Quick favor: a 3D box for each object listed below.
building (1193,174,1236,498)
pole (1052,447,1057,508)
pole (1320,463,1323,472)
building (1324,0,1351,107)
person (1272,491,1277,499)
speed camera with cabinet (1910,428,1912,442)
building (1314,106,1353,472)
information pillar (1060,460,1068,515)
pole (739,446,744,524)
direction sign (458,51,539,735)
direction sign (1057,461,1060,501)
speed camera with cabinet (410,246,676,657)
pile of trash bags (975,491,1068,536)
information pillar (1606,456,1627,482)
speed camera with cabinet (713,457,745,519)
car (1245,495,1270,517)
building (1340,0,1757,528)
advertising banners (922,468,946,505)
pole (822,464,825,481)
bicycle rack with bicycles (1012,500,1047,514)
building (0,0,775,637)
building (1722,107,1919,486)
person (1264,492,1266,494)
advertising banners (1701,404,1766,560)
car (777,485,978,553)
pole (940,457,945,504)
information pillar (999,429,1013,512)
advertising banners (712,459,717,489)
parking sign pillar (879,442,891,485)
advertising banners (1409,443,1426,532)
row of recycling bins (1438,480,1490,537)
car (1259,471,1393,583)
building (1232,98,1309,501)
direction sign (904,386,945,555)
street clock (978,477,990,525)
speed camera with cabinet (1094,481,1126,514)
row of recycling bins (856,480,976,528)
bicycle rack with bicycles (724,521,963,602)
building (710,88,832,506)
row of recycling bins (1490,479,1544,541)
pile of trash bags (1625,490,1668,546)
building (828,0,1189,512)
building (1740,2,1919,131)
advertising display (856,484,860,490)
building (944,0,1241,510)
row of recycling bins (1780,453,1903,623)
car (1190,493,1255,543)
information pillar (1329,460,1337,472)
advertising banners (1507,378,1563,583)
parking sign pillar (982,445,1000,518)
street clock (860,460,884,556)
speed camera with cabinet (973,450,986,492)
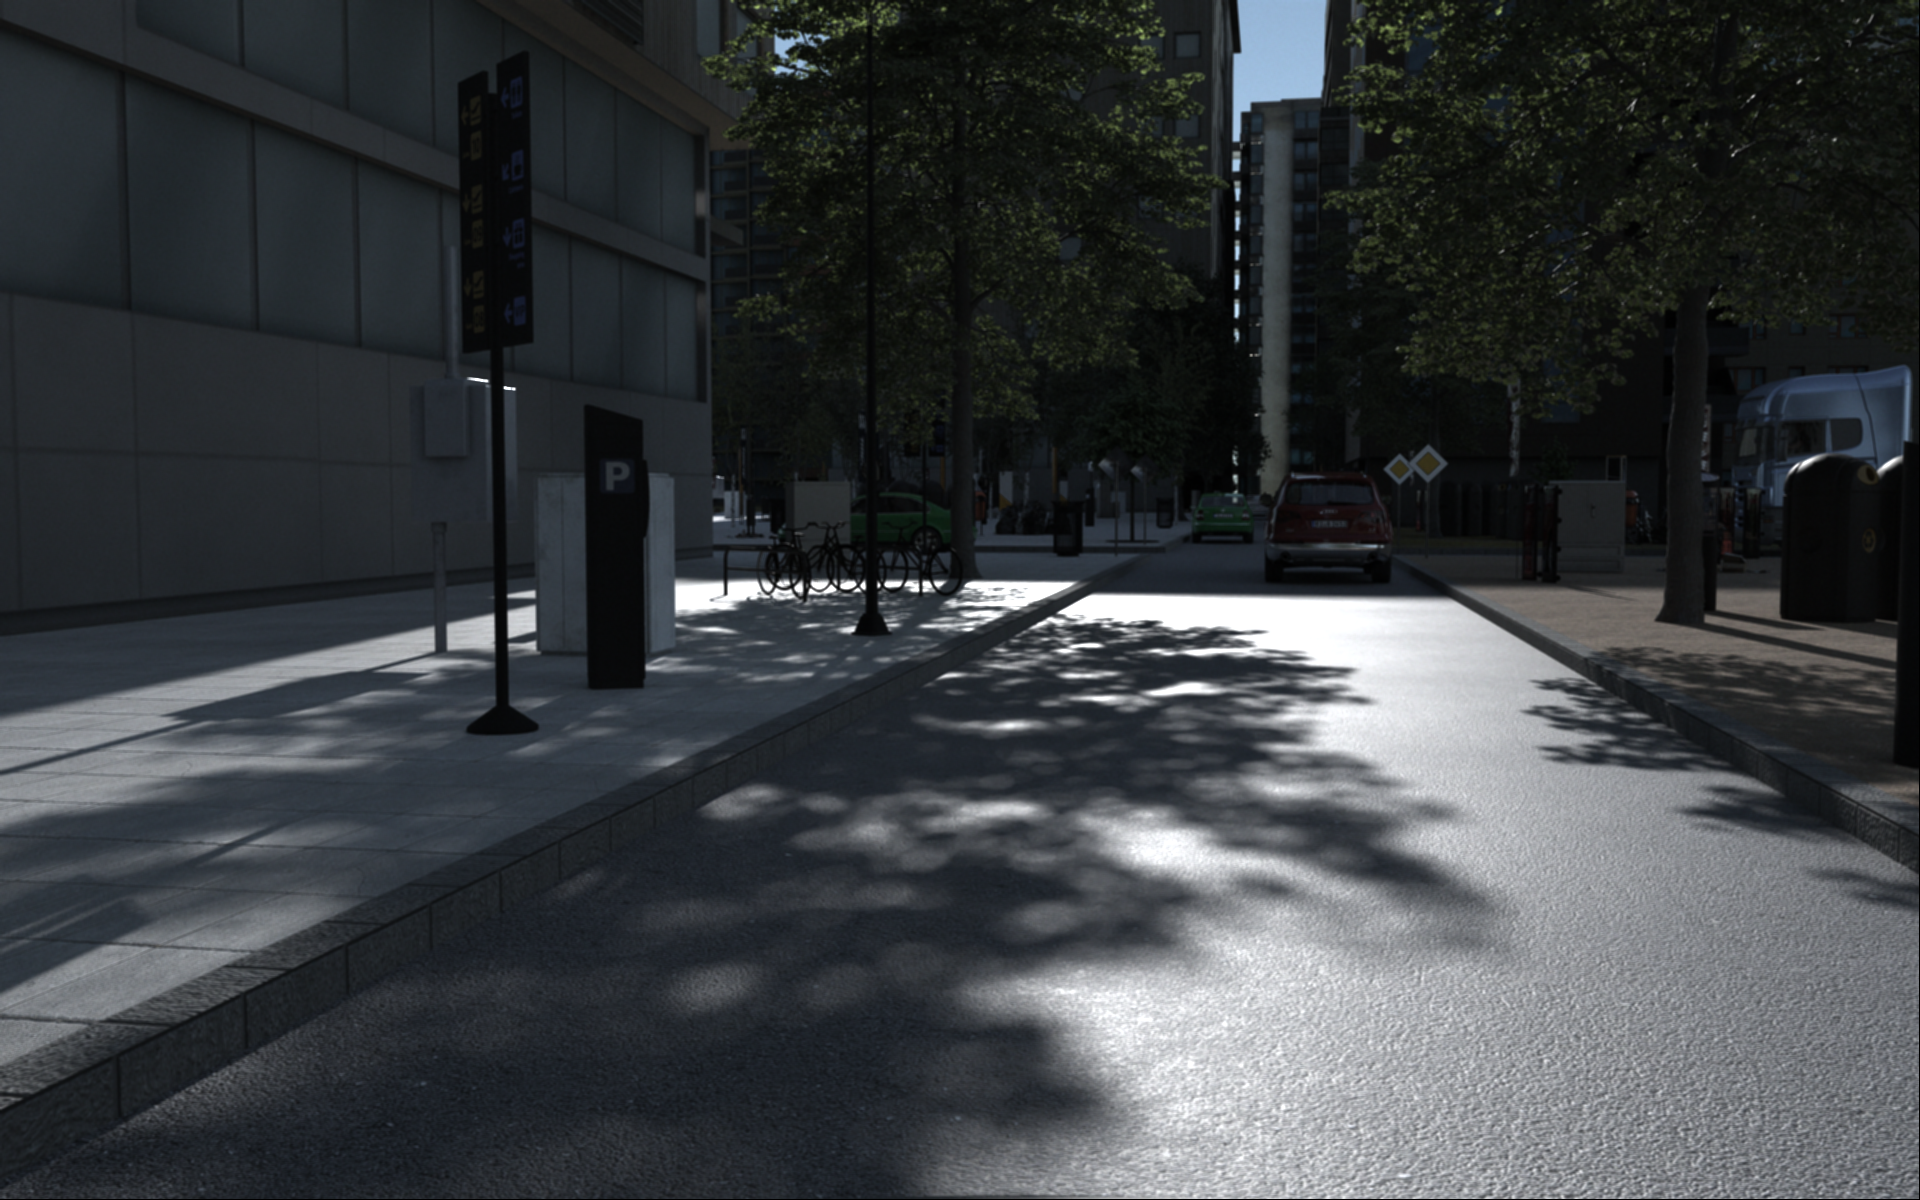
[{"bbox_3d":[17.154,-23.390,154.121,14.160,30.474,14.107,1,4,10],"label":"building"},{"bbox_3d":[4.121,-4.988,75.400,0.158,3.312,0.155,0,3,0],"label":"pole"},{"bbox_3d":[23.905,-7.377,114.462,0.158,3.312,0.155,0,3,0],"label":"pole"},{"bbox_3d":[42.027,-32.040,147.563,21.300,48.544,21.600,1,4,10],"label":"building"},{"bbox_3d":[32.038,-10.178,175.645,0.721,1.736,1.217,-1,4,-22],"label":"person"},{"bbox_3d":[29.033,-3.508,51.699,0.660,3.252,2.038,-1,4,-17],"label":"speed camera with cabinet"},{"bbox_3d":[34.132,-22.002,131.432,14.160,30.474,14.107,1,4,10],"label":"building"},{"bbox_3d":[6.465,-7.111,107.617,0.504,3.616,0.183,1,4,12],"label":"information pillar"},{"bbox_3d":[-9.252,-4.856,73.242,0.158,3.312,0.155,0,3,0],"label":"pole"},{"bbox_3d":[-2.481,-1.058,9.293,0.379,3.537,0.876,-3,4,-38],"label":"direction sign"},{"bbox_3d":[6.468,-7.482,114.325,0.379,3.537,0.876,-2,4,-30],"label":"direction sign"},{"bbox_3d":[-3.359,-1.200,13.964,2.038,3.252,0.660,1,4,12],"label":"speed camera with cabinet"},{"bbox_3d":[1.732,-2.736,54.485,3.447,1.369,1.912,-2,4,-32],"label":"pile of trash bags"},{"bbox_3d":[12.591,-1.761,33.286,0.304,2.012,0.304,2,4,35],"label":"information pillar"},{"bbox_3d":[-12.281,-5.922,91.161,2.038,3.252,0.660,2,4,30],"label":"speed camera with cabinet"},{"bbox_3d":[16.918,-5.273,98.578,2.083,1.381,4.827,1,4,12],"label":"car"},{"bbox_3d":[23.459,-25.757,71.245,14.600,45.320,14.200,1,4,10],"label":"building"},{"bbox_3d":[-1.567,-7.375,116.768,2.074,3.025,0.090,-1,4,-8],"label":"advertising banners"},{"bbox_3d":[-8.540,-7.012,108.485,0.158,3.312,0.155,0,3,0],"label":"pole"},{"bbox_3d":[3.871,-6.007,111.599,2.852,0.926,2.925,-2,4,-29],"label":"bicycle rack with bicycles"},{"bbox_3d":[-19.067,-26.656,25.060,27.495,52.752,28.713,1,4,10],"label":"building"},{"bbox_3d":[38.271,-15.549,99.267,27.650,21.520,28.899,1,4,10],"label":"building"},{"bbox_3d":[29.875,-9.748,169.348,0.415,1.643,0.593,-3,5,-44],"label":"person"},{"bbox_3d":[15.025,-2.307,33.900,2.074,3.025,0.090,-2,4,-26],"label":"advertising banners"},{"bbox_3d":[-1.956,-1.957,40.788,4.718,1.807,1.959,1,4,10],"label":"car"},{"bbox_3d":[-0.744,-4.941,74.629,0.158,3.312,0.155,0,3,0],"label":"pole"},{"bbox_3d":[1.683,-4.375,62.887,0.504,3.616,0.183,0,4,1],"label":"information pillar"},{"bbox_3d":[-13.081,-5.501,86.124,2.074,3.025,0.090,1,4,8],"label":"advertising banners"},{"bbox_3d":[-4.262,-6.249,90.642,1.447,3.967,1.447,1,4,23],"label":"parking sign pillar"},{"bbox_3d":[15.689,-3.848,59.108,0.090,3.025,2.074,0,4,-6],"label":"advertising banners"},{"bbox_3d":[15.892,-2.828,53.345,3.534,1.692,1.069,-3,4,-37],"label":"row of recycling bins"},{"bbox_3d":[6.266,-1.284,29.659,2.281,1.827,5.304,1,4,11],"label":"car"},{"bbox_3d":[47.796,-36.008,208.336,30.456,49.044,23.786,1,4,10],"label":"building"},{"bbox_3d":[-0.742,-2.706,36.235,0.876,3.537,0.379,1,4,12],"label":"direction sign"},{"bbox_3d":[1.005,-4.177,72.869,0.471,2.002,0.358,2,4,33],"label":"street clock"},{"bbox_3d":[9.827,-7.291,113.549,2.038,3.252,0.660,-1,4,-13],"label":"speed camera with cabinet"},{"bbox_3d":[-1.289,-2.686,51.033,3.534,1.692,1.069,-1,4,-9],"label":"row of recycling bins"},{"bbox_3d":[-1.731,-0.529,22.037,2.852,0.926,2.925,-3,4,-39],"label":"bicycle rack with bicycles"},{"bbox_3d":[-12.307,-32.669,188.754,28.867,44.769,22.147,1,4,10],"label":"building"},{"bbox_3d":[15.891,-2.558,48.944,1.069,1.692,3.534,1,4,8],"label":"row of recycling bins"},{"bbox_3d":[17.617,-2.122,44.451,1.912,1.369,3.447,3,4,38],"label":"pile of trash bags"},{"bbox_3d":[6.324,-33.269,133.188,28.713,52.752,27.495,1,4,10],"label":"building"},{"bbox_3d":[82.613,-33.685,170.356,30.456,49.044,23.786,1,4,10],"label":"building"},{"bbox_3d":[-6.463,-6.784,116.125,0.974,1.923,0.123,0,4,8],"label":"advertising display"},{"bbox_3d":[14.808,-36.139,180.118,27.495,52.752,28.713,1,4,10],"label":"building"},{"bbox_3d":[10.185,-0.647,17.698,3.534,1.692,1.069,0,4,-2],"label":"row of recycling bins"},{"bbox_3d":[7.847,-2.627,51.746,1.959,1.807,4.718,1,4,8],"label":"car"},{"bbox_3d":[24.628,-7.525,114.383,0.504,3.616,0.183,1,4,21],"label":"information pillar"},{"bbox_3d":[8.507,-1.808,25.755,0.090,3.025,2.074,0,4,-3],"label":"advertising banners"},{"bbox_3d":[1.636,-6.317,91.761,1.447,3.967,1.447,-2,4,-33],"label":"parking sign pillar"},{"bbox_3d":[-1.814,-1.917,35.918,0.471,2.002,0.358,-1,4,-11],"label":"street clock"},{"bbox_3d":[0.422,-5.106,77.818,0.660,3.252,2.038,-2,4,-31],"label":"speed camera with cabinet"}]
